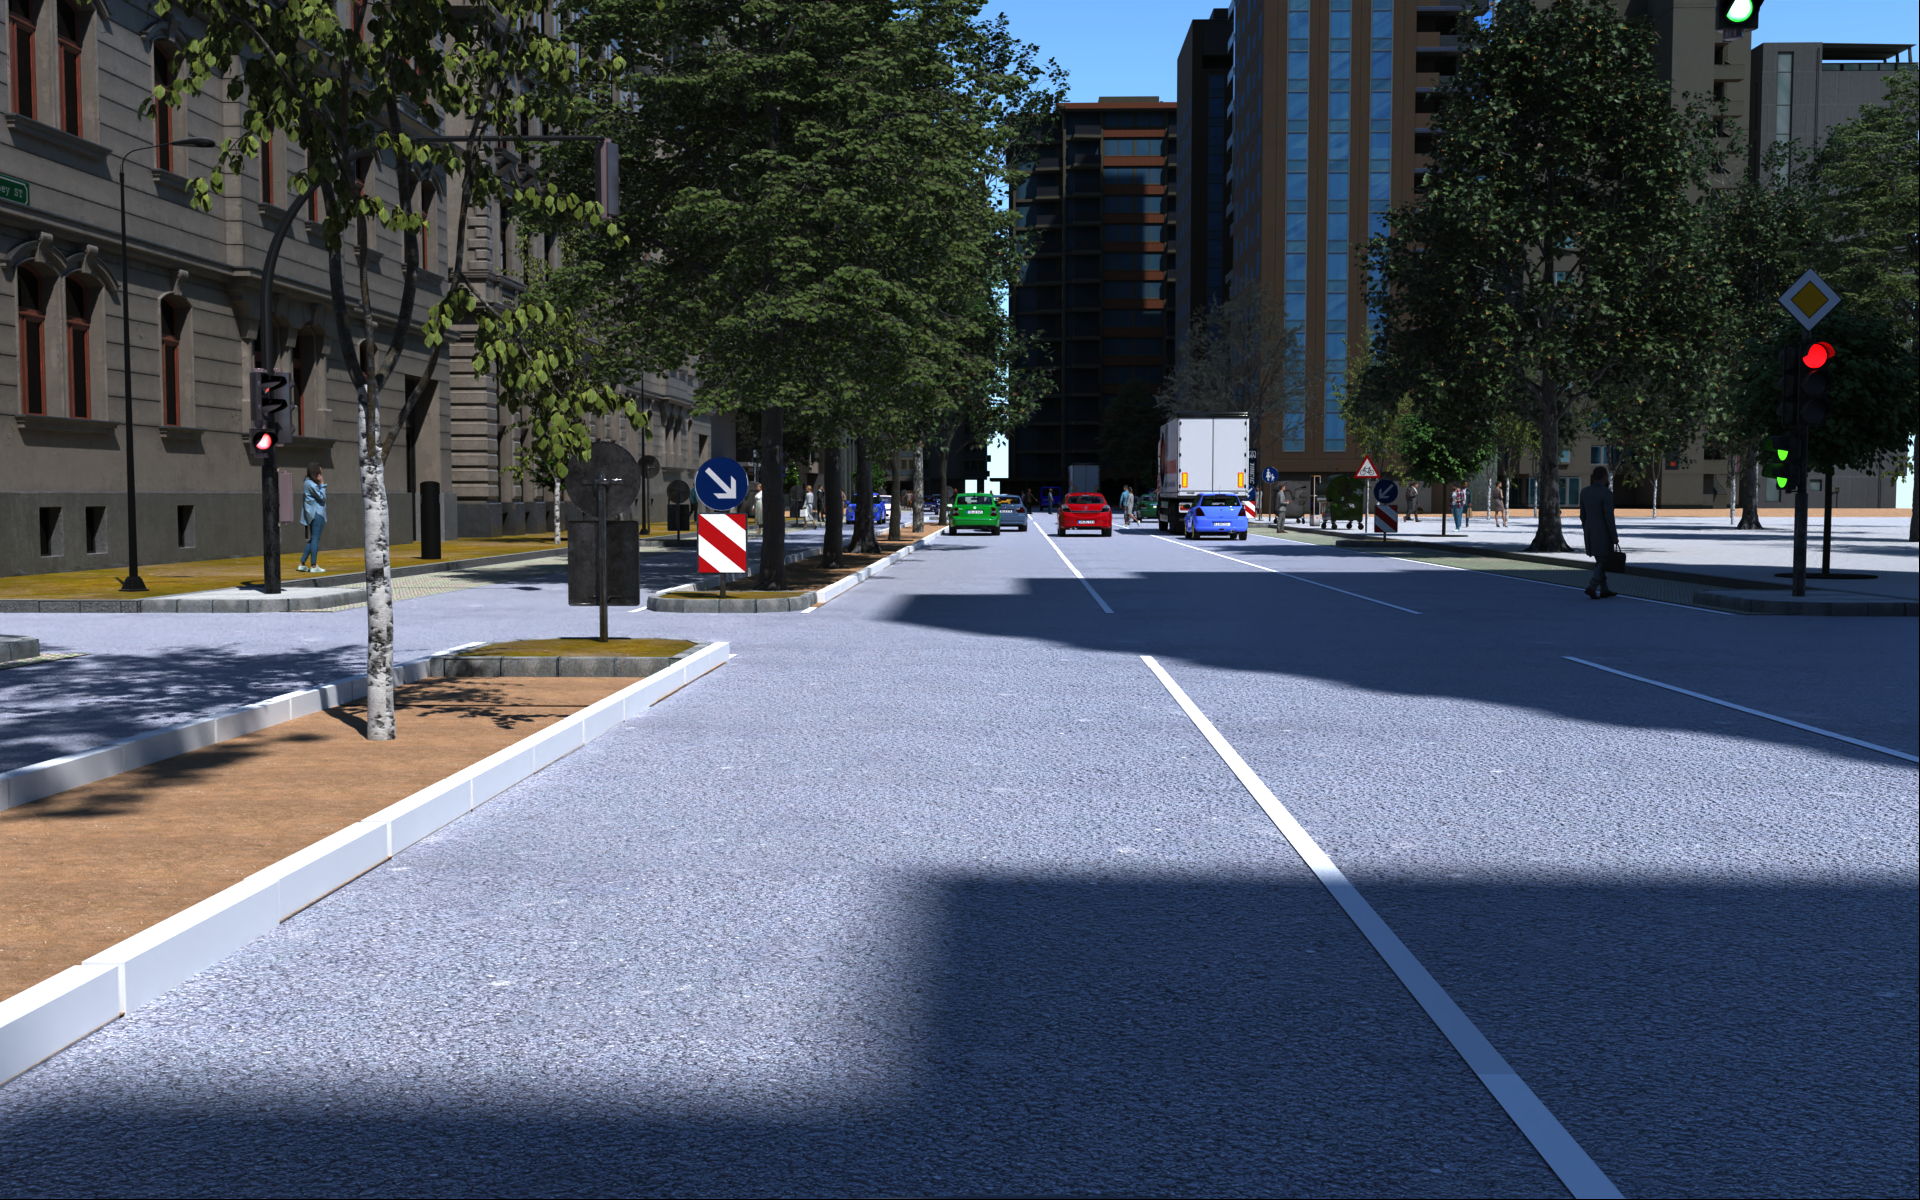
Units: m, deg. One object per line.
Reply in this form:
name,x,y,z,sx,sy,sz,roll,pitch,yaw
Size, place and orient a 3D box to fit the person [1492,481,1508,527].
person,20.919,-3.713,67.086,0.374,1.781,0.599,-2,4,-31

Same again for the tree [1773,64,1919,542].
tree,25.581,-7.860,46.636,7.486,12.596,7.792,0,3,0

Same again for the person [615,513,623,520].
person,-11.723,-3.237,59.161,0.606,1.804,0.583,0,4,7

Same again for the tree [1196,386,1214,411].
tree,16.369,-10.294,118.663,4.737,8.622,4.395,0,3,0

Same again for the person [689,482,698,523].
person,-11.944,-4.364,77.415,0.660,1.820,0.620,3,5,44

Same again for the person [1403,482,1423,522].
person,20.640,-4.455,78.851,0.822,1.834,0.622,2,4,25

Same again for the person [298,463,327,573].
person,-10.601,-1.347,28.339,0.793,1.790,0.793,2,4,27

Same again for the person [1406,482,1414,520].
person,21.926,-4.792,84.201,0.447,1.846,0.655,0,4,1

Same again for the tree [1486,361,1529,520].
tree,25.158,-7.544,73.715,4.360,8.622,3.978,0,3,0

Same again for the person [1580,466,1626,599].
person,8.808,-0.925,23.727,0.767,1.812,0.694,-1,4,-22

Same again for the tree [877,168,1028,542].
tree,-1.878,-7.569,51.961,9.928,11.665,9.643,0,3,0

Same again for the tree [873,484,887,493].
tree,-7.757,-10.542,166.965,1.663,3.219,1.824,0,3,0

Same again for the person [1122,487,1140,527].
person,7.398,-4.015,74.891,0.760,1.731,0.466,-1,4,-8

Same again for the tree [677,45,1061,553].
tree,-2.332,-7.486,41.856,9.611,12.733,9.660,0,3,0

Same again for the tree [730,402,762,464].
tree,-9.871,-8.530,89.829,4.360,8.622,3.978,0,3,0

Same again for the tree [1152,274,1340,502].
tree,15.759,-11.355,96.025,12.009,13.543,11.850,0,3,0

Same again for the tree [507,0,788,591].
tree,-2.869,-6.427,25.665,7.486,12.596,7.792,0,3,0

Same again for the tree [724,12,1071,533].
tree,-2.743,-12.613,64.573,12.611,20.169,13.585,0,3,0

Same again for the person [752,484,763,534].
person,-7.094,-3.248,61.835,0.641,1.798,0.478,-2,4,-32

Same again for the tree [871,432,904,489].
tree,-7.348,-12.955,162.168,4.360,8.622,3.978,0,3,0

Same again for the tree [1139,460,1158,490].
tree,16.494,-9.776,143.543,4.285,4.588,4.351,0,3,0

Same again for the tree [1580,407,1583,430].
tree,31.622,-8.796,94.179,4.737,8.622,4.395,0,3,0

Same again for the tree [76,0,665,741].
tree,-3.330,-3.471,9.572,4.737,8.622,4.395,0,3,0

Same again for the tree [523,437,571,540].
tree,-11.346,-3.283,48.282,1.663,3.219,1.824,0,3,0

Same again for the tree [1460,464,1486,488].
tree,25.949,-8.240,85.078,4.360,8.622,3.978,0,3,0

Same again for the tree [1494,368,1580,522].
tree,25.475,-7.909,79.671,4.737,8.622,4.395,0,3,0

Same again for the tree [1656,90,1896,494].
tree,36.536,-13.879,82.811,12.611,20.169,13.585,0,3,0

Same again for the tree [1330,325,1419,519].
tree,18.086,-7.611,74.795,4.737,8.622,4.395,0,3,0

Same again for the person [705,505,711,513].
person,-11.640,-4.502,79.449,0.447,1.846,0.655,0,4,-2

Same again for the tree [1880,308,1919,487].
tree,37.394,-7.089,66.267,4.737,8.622,4.395,0,3,0

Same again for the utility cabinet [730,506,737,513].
utility cabinet,-9.589,-3.947,73.205,0.318,1.500,1.173,0,4,-6

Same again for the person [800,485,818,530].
person,-6.067,-3.722,69.703,0.694,1.780,0.624,-3,5,-44

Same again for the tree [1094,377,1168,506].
tree,16.769,-15.323,168.658,7.486,12.596,7.792,0,3,0

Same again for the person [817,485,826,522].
person,-7.107,-4.955,88.875,0.474,1.900,0.648,-1,4,-21

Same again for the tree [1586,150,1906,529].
tree,28.885,-8.922,62.887,9.611,12.733,9.660,0,3,0

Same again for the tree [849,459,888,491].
tree,-8.119,-10.379,153.406,4.285,4.588,4.351,0,3,0

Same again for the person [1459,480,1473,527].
person,19.480,-3.715,66.772,0.794,1.824,0.713,2,4,34

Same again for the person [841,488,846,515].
person,-6.657,-5.373,96.688,0.374,1.781,0.599,-3,5,-42

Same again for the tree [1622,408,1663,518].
tree,37.615,-8.771,93.762,4.737,8.622,4.395,0,3,0

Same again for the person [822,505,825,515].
person,-6.550,-4.373,84.661,0.373,1.253,0.362,1,4,21

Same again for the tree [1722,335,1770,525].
tree,32.555,-7.447,72.122,4.360,8.622,3.978,0,3,0

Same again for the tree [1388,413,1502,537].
tree,14.603,-4.205,52.468,4.285,4.588,4.351,0,3,0

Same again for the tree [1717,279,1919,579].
tree,13.315,-2.628,26.688,4.285,4.588,4.351,0,3,0

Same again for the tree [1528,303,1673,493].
tree,20.898,-6.387,54.791,4.360,8.622,3.978,0,3,0

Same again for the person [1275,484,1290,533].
person,11.832,-3.340,63.307,0.583,1.804,0.606,0,4,-4

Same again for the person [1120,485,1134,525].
person,7.696,-4.388,80.101,0.638,1.841,0.748,1,4,13

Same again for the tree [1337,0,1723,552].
tree,13.115,-7.434,38.551,9.611,12.733,9.660,0,3,0

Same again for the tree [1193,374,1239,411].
tree,15.024,-9.461,105.049,4.360,8.622,3.978,0,3,0

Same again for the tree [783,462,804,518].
tree,-8.959,-6.058,93.644,1.663,3.219,1.824,0,3,0
